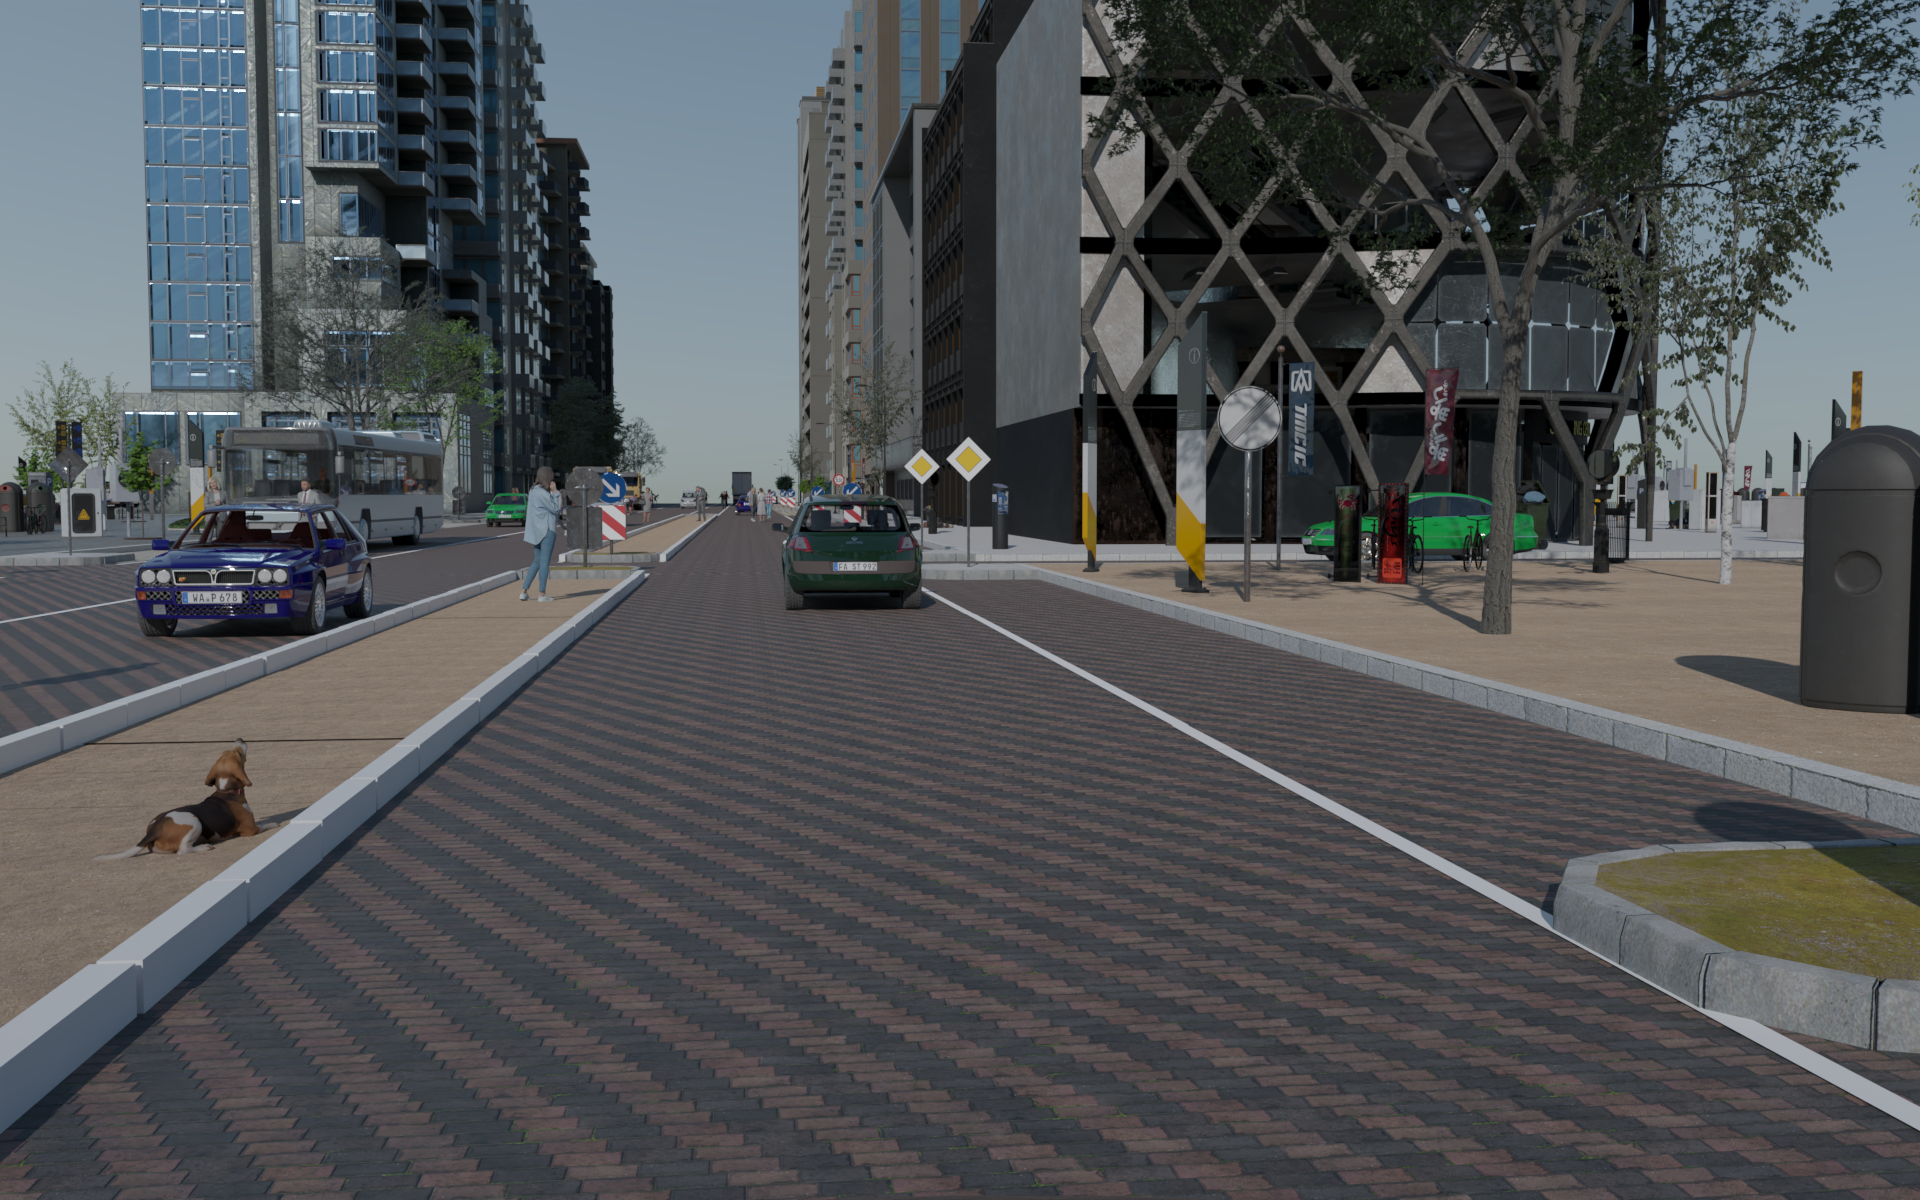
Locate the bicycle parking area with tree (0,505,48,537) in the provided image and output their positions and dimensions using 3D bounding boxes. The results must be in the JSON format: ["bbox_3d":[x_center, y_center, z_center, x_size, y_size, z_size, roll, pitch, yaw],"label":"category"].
[{"bbox_3d":[-32.422,-3.989,52.230,8.231,4.147,9.016,0,4,-2],"label":"bicycle parking area with tree"}]

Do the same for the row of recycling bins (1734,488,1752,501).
[{"bbox_3d":[51.346,-6.440,112.411,3.534,1.692,1.069,2,4,35],"label":"row of recycling bins"}]

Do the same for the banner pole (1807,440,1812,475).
[{"bbox_3d":[39.171,-5.497,79.890,0.401,3.779,0.863,3,4,39],"label":"banner pole"}]

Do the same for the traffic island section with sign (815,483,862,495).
[{"bbox_3d":[-3.919,-3.171,60.466,1.989,1.847,2.006,0,4,-7],"label":"traffic island section with sign"}]

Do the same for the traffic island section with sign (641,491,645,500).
[{"bbox_3d":[-44.500,-14.372,243.604,1.989,1.847,2.006,0,4,-7],"label":"traffic island section with sign"}]

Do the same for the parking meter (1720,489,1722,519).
[{"bbox_3d":[38.393,-4.827,87.336,0.372,1.533,0.369,0,3,0],"label":"parking meter"}]

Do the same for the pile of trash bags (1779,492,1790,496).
[{"bbox_3d":[39.349,-4.431,82.195,1.912,1.369,3.447,2,4,33],"label":"pile of trash bags"}]

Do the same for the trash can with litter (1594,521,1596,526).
[{"bbox_3d":[24.905,-3.620,70.237,2.233,1.210,1.678,3,4,37],"label":"trash can with litter"}]

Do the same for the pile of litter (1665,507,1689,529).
[{"bbox_3d":[26.949,-3.047,63.783,1.719,0.858,1.176,3,4,38],"label":"pile of litter"}]

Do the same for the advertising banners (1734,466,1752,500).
[{"bbox_3d":[47.991,-6.787,107.161,0.090,3.025,2.074,-3,4,-37],"label":"advertising banners"}]

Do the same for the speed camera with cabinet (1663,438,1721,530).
[{"bbox_3d":[26.229,-4.128,61.831,2.038,3.252,0.660,-2,4,-25],"label":"speed camera with cabinet"}]

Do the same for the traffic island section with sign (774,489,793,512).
[{"bbox_3d":[-13.450,-7.837,136.766,1.989,1.847,2.006,0,4,-7],"label":"traffic island section with sign"}]

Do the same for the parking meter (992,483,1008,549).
[{"bbox_3d":[0.937,-1.950,40.296,0.372,1.533,0.369,0,3,0],"label":"parking meter"}]

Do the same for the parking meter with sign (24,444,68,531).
[{"bbox_3d":[-32.111,-3.929,60.504,1.738,3.016,0.543,0,4,7],"label":"parking meter with sign"}]

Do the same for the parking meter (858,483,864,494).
[{"bbox_3d":[-5.006,-4.943,86.535,0.399,1.863,0.255,0,4,5],"label":"parking meter"}]

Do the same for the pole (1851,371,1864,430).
[{"bbox_3d":[14.879,-2.138,28.799,0.158,3.312,0.155,0,3,0],"label":"pole"}]

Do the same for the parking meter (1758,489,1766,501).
[{"bbox_3d":[41.194,-4.926,88.954,0.372,1.533,0.369,0,3,0],"label":"parking meter"}]

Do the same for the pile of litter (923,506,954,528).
[{"bbox_3d":[-0.963,-3.166,65.730,1.176,0.858,1.719,-2,4,-34],"label":"pile of litter"}]

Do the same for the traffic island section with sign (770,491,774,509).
[{"bbox_3d":[-16.889,-9.523,164.332,1.989,1.847,2.006,0,4,-7],"label":"traffic island section with sign"}]

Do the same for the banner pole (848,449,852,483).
[{"bbox_3d":[-6.185,-6.541,96.959,0.401,3.779,0.863,1,4,11],"label":"banner pole"}]

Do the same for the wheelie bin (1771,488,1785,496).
[{"bbox_3d":[43.688,-5.178,92.573,0.980,1.594,0.693,3,5,44],"label":"wheelie bin"}]

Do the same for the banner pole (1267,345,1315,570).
[{"bbox_3d":[5.583,-2.392,29.120,0.863,3.779,0.401,3,4,38],"label":"banner pole"}]

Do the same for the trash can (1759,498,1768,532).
[{"bbox_3d":[27.262,-2.847,58.201,0.748,1.137,0.748,0,3,0],"label":"trash can"}]

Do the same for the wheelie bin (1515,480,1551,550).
[{"bbox_3d":[13.179,-1.964,40.026,0.693,1.594,0.980,-1,4,-20],"label":"wheelie bin"}]

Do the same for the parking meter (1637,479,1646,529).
[{"bbox_3d":[25.178,-3.556,63.844,0.255,1.863,0.399,-2,4,-32],"label":"parking meter"}]

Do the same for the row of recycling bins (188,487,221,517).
[{"bbox_3d":[-41.814,-5.470,96.547,3.534,1.692,1.069,3,4,37],"label":"row of recycling bins"}]

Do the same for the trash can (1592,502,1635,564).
[{"bbox_3d":[12.110,-1.253,32.143,0.748,1.137,0.748,0,3,0],"label":"trash can"}]

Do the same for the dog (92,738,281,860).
[{"bbox_3d":[-3.160,0.802,7.077,0.748,0.427,0.550,-2,4,-27],"label":"dog"}]

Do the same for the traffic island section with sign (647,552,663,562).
[{"bbox_3d":[-7.433,-1.776,37.173,2.006,1.907,1.989,0,4,-7],"label":"traffic island section with sign"}]

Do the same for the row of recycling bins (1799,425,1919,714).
[{"bbox_3d":[6.148,-0.131,9.249,1.069,1.692,3.534,-2,4,-29],"label":"row of recycling bins"}]

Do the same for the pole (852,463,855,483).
[{"bbox_3d":[-6.869,-7.228,112.028,0.158,3.312,0.155,0,3,0],"label":"pole"}]

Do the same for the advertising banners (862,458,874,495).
[{"bbox_3d":[-4.450,-5.334,83.404,0.090,3.025,2.074,-1,4,-16],"label":"advertising banners"}]

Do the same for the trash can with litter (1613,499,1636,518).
[{"bbox_3d":[36.245,-5.086,94.221,1.678,1.210,2.233,-3,4,-36],"label":"trash can with litter"}]

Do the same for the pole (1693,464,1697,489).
[{"bbox_3d":[50.286,-7.622,118.466,0.158,3.312,0.155,0,3,0],"label":"pole"}]

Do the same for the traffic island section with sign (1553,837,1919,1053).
[{"bbox_3d":[2.983,0.202,5.325,1.989,1.847,2.006,0,4,-7],"label":"traffic island section with sign"}]

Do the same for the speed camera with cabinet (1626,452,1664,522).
[{"bbox_3d":[31.977,-5.266,80.432,0.660,3.252,2.038,-3,4,-38],"label":"speed camera with cabinet"}]

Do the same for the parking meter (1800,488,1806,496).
[{"bbox_3d":[32.960,-3.639,67.915,0.372,1.533,0.369,0,3,0],"label":"parking meter"}]

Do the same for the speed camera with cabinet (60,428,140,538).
[{"bbox_3d":[-25.502,-3.488,51.360,2.038,3.252,0.660,-3,5,-44],"label":"speed camera with cabinet"}]

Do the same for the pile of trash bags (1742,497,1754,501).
[{"bbox_3d":[43.192,-5.386,97.819,3.447,1.369,1.912,2,4,29],"label":"pile of trash bags"}]

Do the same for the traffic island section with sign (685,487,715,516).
[{"bbox_3d":[-16.755,-6.336,111.733,2.006,1.907,1.989,0,4,-7],"label":"traffic island section with sign"}]

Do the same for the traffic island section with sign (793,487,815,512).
[{"bbox_3d":[-7.328,-4.840,87.769,1.989,1.847,2.006,0,4,-7],"label":"traffic island section with sign"}]

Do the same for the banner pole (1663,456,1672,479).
[{"bbox_3d":[46.486,-7.580,113.956,0.863,3.779,0.401,-1,4,-20],"label":"banner pole"}]

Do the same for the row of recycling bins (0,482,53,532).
[{"bbox_3d":[-32.575,-3.140,58.448,3.534,1.692,1.069,-1,4,-16],"label":"row of recycling bins"}]

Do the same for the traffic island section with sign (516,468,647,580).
[{"bbox_3d":[-6.524,-1.326,29.821,2.006,1.907,1.989,0,4,-7],"label":"traffic island section with sign"}]

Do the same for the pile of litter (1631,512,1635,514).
[{"bbox_3d":[44.886,-6.105,113.789,1.719,0.858,1.176,0,4,-7],"label":"pile of litter"}]

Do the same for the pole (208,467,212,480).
[{"bbox_3d":[-38.779,-5.856,89.589,0.158,3.312,0.155,0,3,0],"label":"pole"}]

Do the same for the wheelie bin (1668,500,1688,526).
[{"bbox_3d":[29.087,-3.805,70.113,0.693,1.594,0.980,3,4,37],"label":"wheelie bin"}]

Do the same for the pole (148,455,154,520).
[{"bbox_3d":[-40.102,-5.628,85.853,0.158,3.312,0.155,0,3,0],"label":"pole"}]

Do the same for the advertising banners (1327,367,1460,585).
[{"bbox_3d":[6.142,-1.739,24.618,0.090,3.025,2.074,-3,5,-44],"label":"advertising banners"}]

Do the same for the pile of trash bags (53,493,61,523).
[{"bbox_3d":[-39.810,-4.124,77.178,1.912,1.369,3.447,0,4,1],"label":"pile of trash bags"}]

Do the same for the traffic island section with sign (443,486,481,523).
[{"bbox_3d":[-24.766,-4.704,85.535,1.989,1.847,2.006,0,4,-7],"label":"traffic island section with sign"}]

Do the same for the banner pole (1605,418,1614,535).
[{"bbox_3d":[20.455,-3.948,54.570,0.401,3.779,0.863,0,4,2],"label":"banner pole"}]

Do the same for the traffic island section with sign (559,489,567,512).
[{"bbox_3d":[-30.927,-7.726,134.948,1.989,1.847,2.006,0,4,-7],"label":"traffic island section with sign"}]
